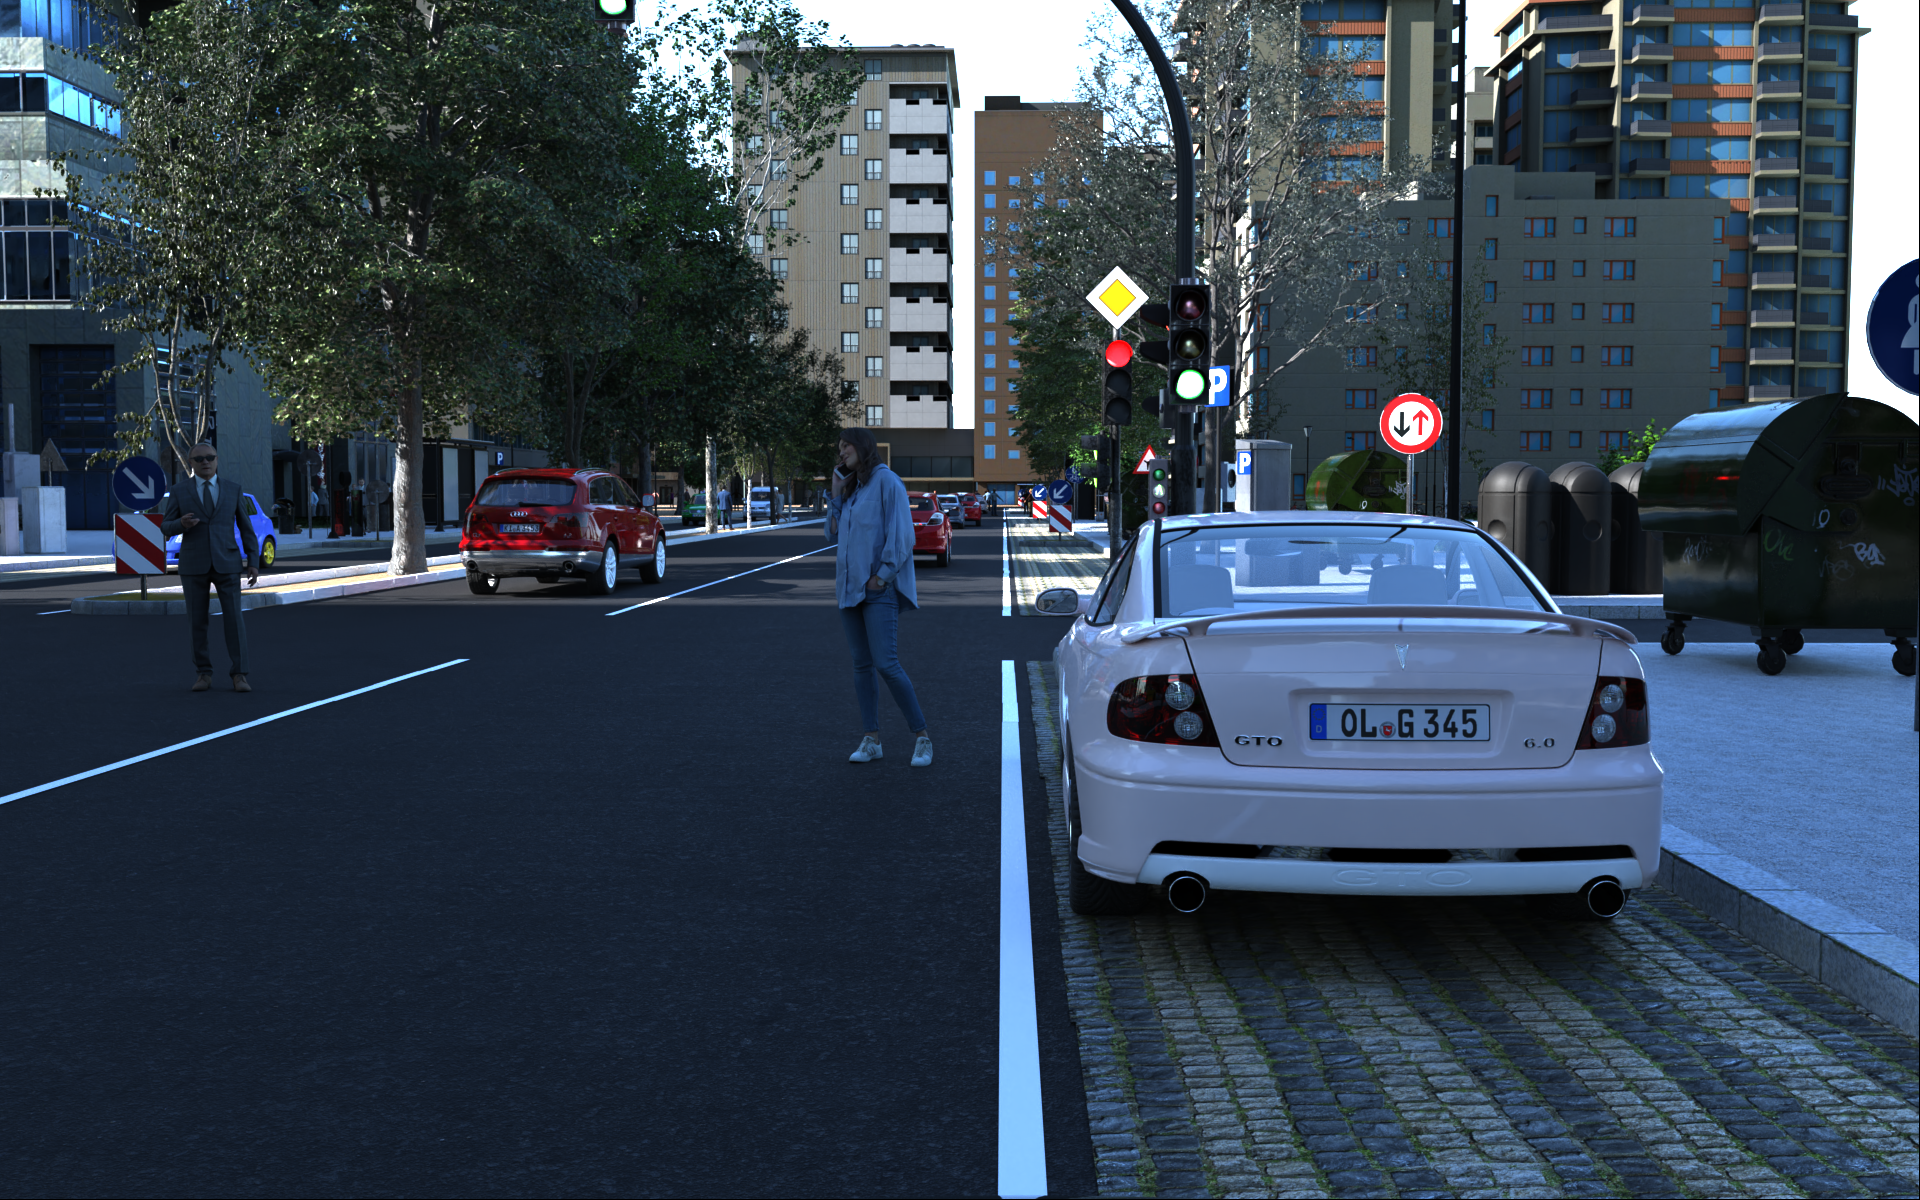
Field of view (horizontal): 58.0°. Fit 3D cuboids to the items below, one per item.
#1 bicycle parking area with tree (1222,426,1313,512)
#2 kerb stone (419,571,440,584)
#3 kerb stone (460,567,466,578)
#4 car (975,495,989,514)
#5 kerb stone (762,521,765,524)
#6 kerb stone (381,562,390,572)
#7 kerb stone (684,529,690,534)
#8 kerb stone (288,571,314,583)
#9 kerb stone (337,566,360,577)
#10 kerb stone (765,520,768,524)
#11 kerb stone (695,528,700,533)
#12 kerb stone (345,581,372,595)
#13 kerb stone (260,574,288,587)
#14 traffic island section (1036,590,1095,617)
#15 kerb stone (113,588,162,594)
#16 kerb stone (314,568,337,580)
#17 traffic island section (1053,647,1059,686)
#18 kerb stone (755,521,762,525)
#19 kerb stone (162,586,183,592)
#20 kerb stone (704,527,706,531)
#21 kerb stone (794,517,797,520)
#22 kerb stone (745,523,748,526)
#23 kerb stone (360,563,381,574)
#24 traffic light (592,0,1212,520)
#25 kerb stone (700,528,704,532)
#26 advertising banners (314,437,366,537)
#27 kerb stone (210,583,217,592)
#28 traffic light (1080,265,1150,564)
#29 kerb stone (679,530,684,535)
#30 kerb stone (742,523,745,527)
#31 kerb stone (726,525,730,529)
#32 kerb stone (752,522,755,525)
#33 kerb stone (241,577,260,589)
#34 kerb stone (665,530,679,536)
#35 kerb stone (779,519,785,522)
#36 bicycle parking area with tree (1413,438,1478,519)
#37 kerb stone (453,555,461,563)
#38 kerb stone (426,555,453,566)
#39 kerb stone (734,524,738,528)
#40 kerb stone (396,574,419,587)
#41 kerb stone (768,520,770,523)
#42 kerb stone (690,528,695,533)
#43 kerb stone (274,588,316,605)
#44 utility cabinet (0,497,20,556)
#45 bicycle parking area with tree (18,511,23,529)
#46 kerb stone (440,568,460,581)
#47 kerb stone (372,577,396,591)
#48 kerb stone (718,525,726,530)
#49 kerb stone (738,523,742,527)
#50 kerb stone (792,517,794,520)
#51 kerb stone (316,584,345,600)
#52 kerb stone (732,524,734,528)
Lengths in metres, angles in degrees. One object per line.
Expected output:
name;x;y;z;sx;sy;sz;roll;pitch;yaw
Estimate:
bicycle parking area with tree;13.943;-5.720;80.531;9.016;4.147;8.231;1;4;17
kerb stone;-8.664;-0.354;27.991;0.120;0.150;1.000;0;4;1
kerb stone;-8.616;-0.480;30.035;0.120;0.150;1.000;0;4;1
car;1.059;-6.974;126.394;2.083;1.381;4.827;0;4;2
kerb stone;-9.403;-3.619;81.371;0.120;0.150;1.000;0;4;1
kerb stone;-10.659;-0.607;32.127;0.120;0.150;1.000;0;4;1
kerb stone;-9.900;-2.426;61.880;0.120;0.150;1.000;0;4;1
kerb stone;-10.757;-0.357;28.033;0.120;0.150;1.000;0;4;1
kerb stone;-10.713;-0.482;30.083;0.120;0.150;1.000;0;4;1
kerb stone;-9.381;-3.682;82.393;0.120;0.150;1.000;0;4;1
kerb stone;-9.848;-2.552;63.924;0.120;0.150;1.000;0;4;1
kerb stone;-8.734;-0.164;24.917;0.120;0.150;1.000;0;4;1
kerb stone;-10.786;-0.294;27.011;0.120;0.150;1.000;0;4;1
traffic island section;1.956;0.045;21.547;2.009;0.180;2.903;0;4;1
kerb stone;-10.891;-0.043;22.916;0.120;0.150;1.000;0;4;1
kerb stone;-10.742;-0.420;29.061;0.120;0.150;1.000;0;4;1
traffic island section;1.753;0.533;13.564;2.009;0.180;2.903;0;4;1
kerb stone;-9.427;-3.553;80.338;0.120;0.150;1.000;0;4;1
kerb stone;-10.871;-0.099;23.942;0.120;0.150;1.000;0;4;1
kerb stone;-9.795;-2.677;65.974;0.120;0.150;1.000;0;4;1
kerb stone;-9.092;-4.372;93.682;0.120;0.150;1.000;0;4;1
kerb stone;-9.535;-3.305;76.242;0.120;0.150;1.000;0;4;1
kerb stone;-10.692;-0.545;31.105;0.120;0.150;1.000;0;4;1
traffic light;-0.380;-2.367;13.363;4.771;5.953;1.251;0;4;1
kerb stone;-9.831;-2.615;64.946;0.120;0.150;1.000;0;4;1
advertising banners;-18.813;-3.442;52.461;2.074;3.025;0.090;2;4;27
kerb stone;-10.842;-0.169;24.967;0.120;0.150;1.000;0;4;1
traffic light;1.916;-1.989;21.434;0.839;4.253;0.868;0;4;1
kerb stone;-9.928;-2.365;60.858;0.120;0.150;1.000;0;4;1
kerb stone;-9.564;-3.242;75.208;0.120;0.150;1.000;0;4;1
kerb stone;-9.658;-2.992;71.106;0.120;0.150;1.000;0;4;1
kerb stone;-9.492;-3.431;78.291;0.120;0.150;1.000;0;4;1
kerb stone;-10.822;-0.232;25.989;0.120;0.150;1.000;0;4;1
kerb stone;-9.950;-2.292;59.830;0.120;0.150;1.000;0;4;1
kerb stone;-9.220;-4.058;88.547;0.120;0.150;1.000;0;4;1
bicycle parking area with tree;25.057;-6.413;91.850;9.016;4.147;8.231;1;4;18
kerb stone;-10.557;-0.858;36.226;0.120;0.150;1.000;0;4;1
kerb stone;-10.580;-0.793;35.203;0.120;0.150;1.000;0;4;1
kerb stone;-9.621;-3.109;73.162;0.120;0.150;1.000;0;4;1
kerb stone;-8.694;-0.288;26.967;0.120;0.150;1.000;0;4;1
kerb stone;-9.354;-3.744;83.415;0.120;0.150;1.000;0;4;1
kerb stone;-9.881;-2.490;62.902;0.120;0.150;1.000;0;4;1
kerb stone;-8.800;-0.041;22.872;0.120;0.150;1.000;0;4;1
utility cabinet;-19.924;-1.527;36.129;0.306;1.237;1.020;-3;5;-42
bicycle parking area with tree;-34.431;-4.122;54.402;8.231;4.147;9.016;2;4;25
kerb stone;-8.637;-0.417;29.013;0.120;0.150;1.000;0;4;1
kerb stone;-8.718;-0.222;25.941;0.120;0.150;1.000;0;4;1
kerb stone;-9.698;-2.927;70.073;0.120;0.150;1.000;0;4;1
kerb stone;-9.598;-3.178;74.184;0.120;0.150;1.000;0;4;1
kerb stone;-9.118;-4.307;92.660;0.120;0.150;1.000;0;4;1
kerb stone;-8.770;-0.104;23.895;0.120;0.150;1.000;0;4;1
kerb stone;-9.638;-3.054;72.134;0.120;0.150;1.000;0;4;1
